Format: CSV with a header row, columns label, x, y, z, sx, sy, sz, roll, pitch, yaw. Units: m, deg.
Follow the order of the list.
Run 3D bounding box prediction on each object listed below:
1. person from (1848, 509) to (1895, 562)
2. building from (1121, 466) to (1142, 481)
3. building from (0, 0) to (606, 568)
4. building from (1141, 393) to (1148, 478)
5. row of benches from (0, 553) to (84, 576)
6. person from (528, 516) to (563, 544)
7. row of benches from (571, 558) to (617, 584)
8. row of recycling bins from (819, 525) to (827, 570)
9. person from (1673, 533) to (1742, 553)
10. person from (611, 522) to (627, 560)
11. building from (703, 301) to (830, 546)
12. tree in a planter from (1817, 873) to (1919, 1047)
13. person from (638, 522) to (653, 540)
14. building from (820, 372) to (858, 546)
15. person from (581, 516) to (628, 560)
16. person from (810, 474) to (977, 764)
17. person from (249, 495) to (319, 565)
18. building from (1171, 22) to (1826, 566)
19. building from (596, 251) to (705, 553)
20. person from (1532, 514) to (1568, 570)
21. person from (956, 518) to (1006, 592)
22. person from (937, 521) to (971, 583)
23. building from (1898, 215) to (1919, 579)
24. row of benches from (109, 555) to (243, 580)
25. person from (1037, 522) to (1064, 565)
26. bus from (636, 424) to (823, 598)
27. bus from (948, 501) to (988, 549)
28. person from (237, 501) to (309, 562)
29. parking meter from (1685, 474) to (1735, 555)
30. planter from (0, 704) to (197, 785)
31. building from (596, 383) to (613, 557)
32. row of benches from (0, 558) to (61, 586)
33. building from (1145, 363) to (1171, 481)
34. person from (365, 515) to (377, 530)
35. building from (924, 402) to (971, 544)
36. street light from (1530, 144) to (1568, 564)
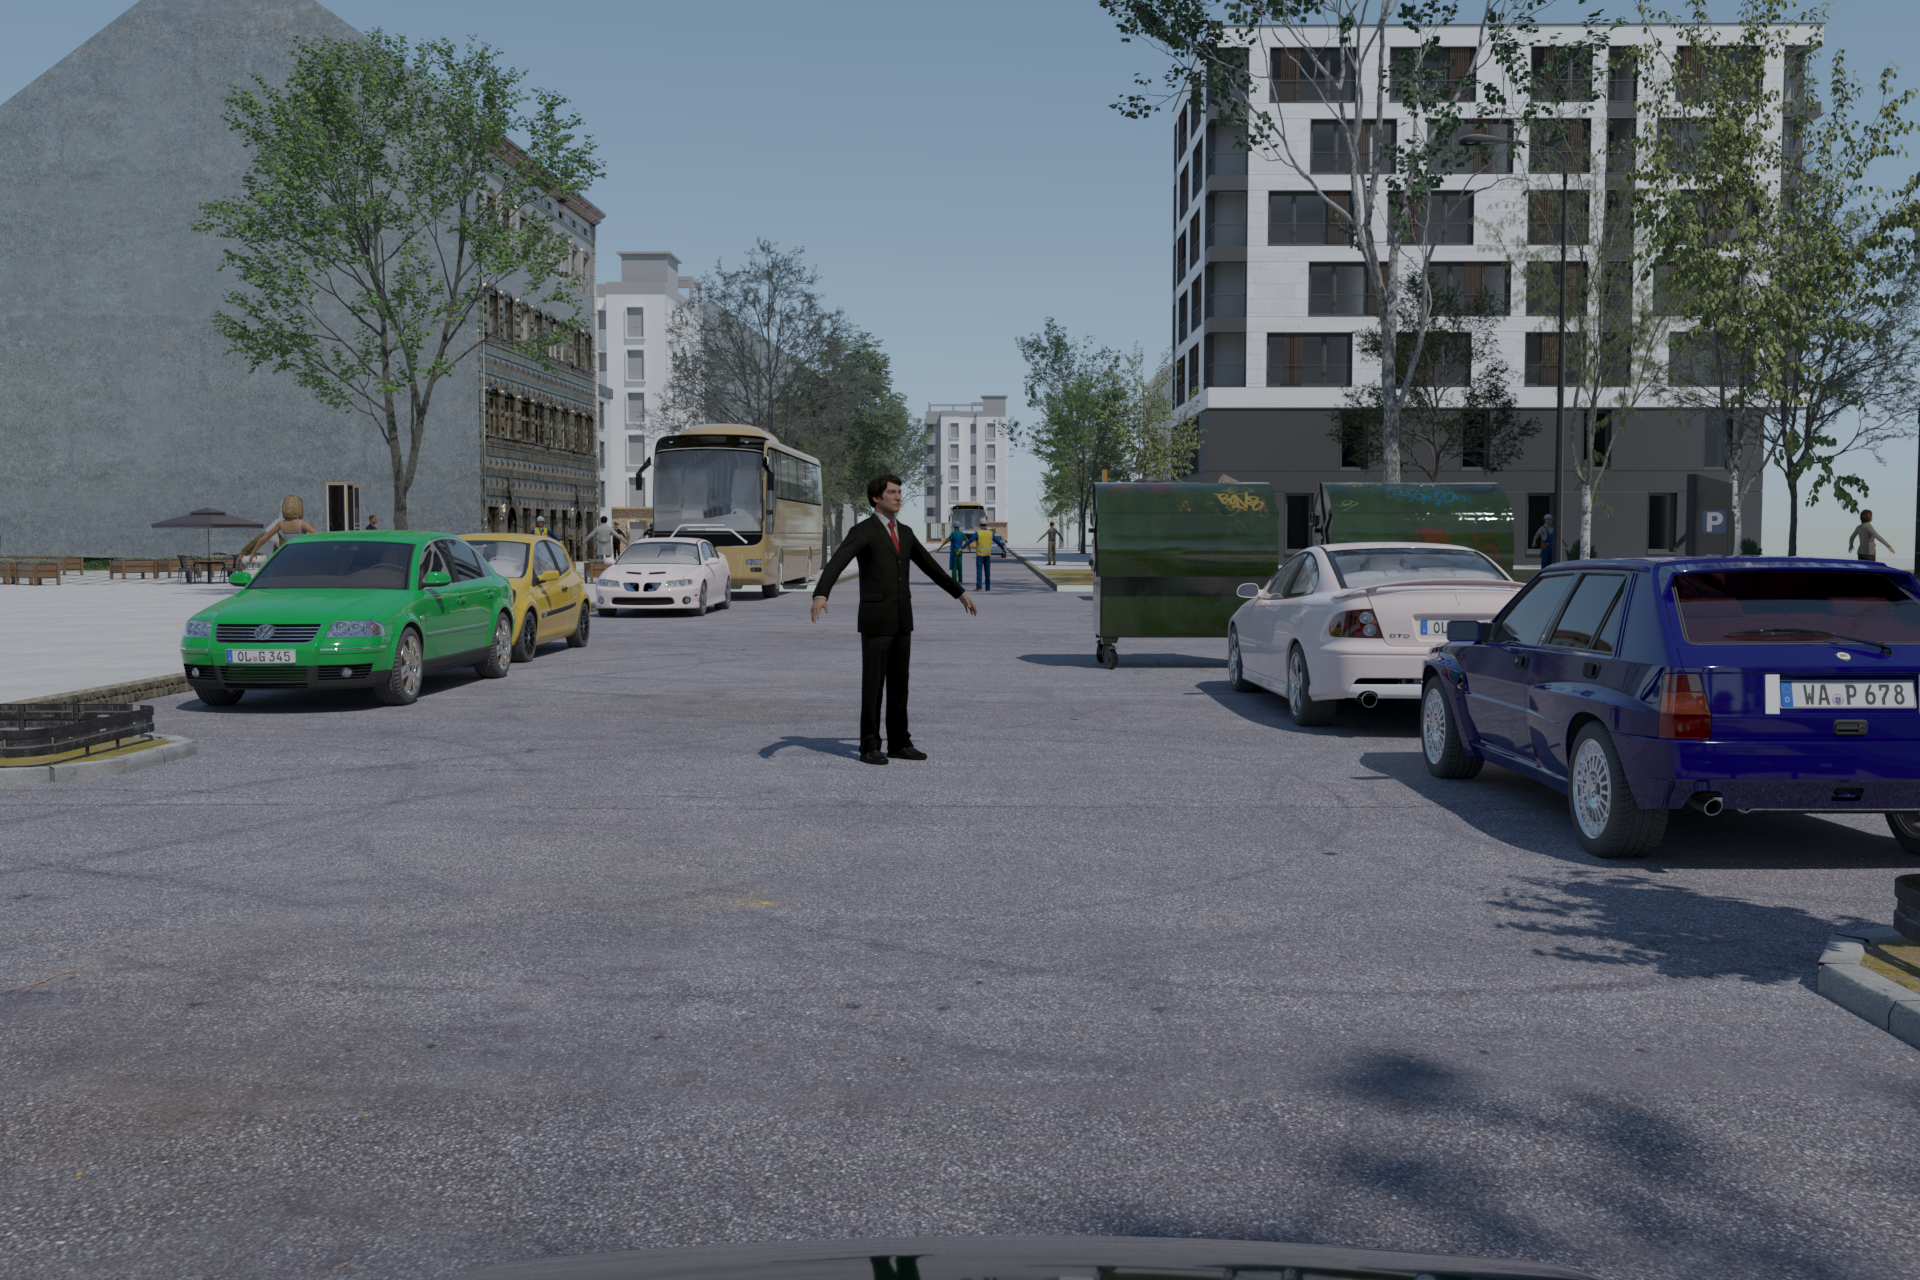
label,x,y,z,sx,sy,sz,roll,pitch,yaw
person,16.918,-1.556,32.203,0.721,1.744,1.215,-1,4,-9
building,25.548,-16.693,215.081,9.099,9.664,28.070,0,4,1
building,-26.759,-14.831,73.415,19.493,23.208,18.063,0,4,2
building,29.843,-21.831,187.862,19.493,23.208,18.063,0,4,1
row of benches,-29.072,-2.403,54.748,4.104,0.672,1.422,2,4,33
person,-11.419,-2.494,47.244,1.216,1.772,0.721,-1,4,-19
row of benches,-9.241,-1.804,44.959,4.104,0.672,1.422,-2,4,-28
row of recycling bins,-5.328,-3.391,62.559,1.069,1.692,3.534,0,4,2
person,15.116,-1.776,35.098,1.348,1.821,0.705,3,5,41
person,-15.874,-4.526,79.936,1.347,1.837,0.705,2,4,26
building,-23.137,-20.833,171.553,19.493,23.208,18.063,0,4,1
tree in a planter,3.673,-0.471,4.928,1.991,3.239,1.994,0,4,1
person,-14.138,-4.513,79.569,1.354,1.856,0.705,-1,4,-12
building,-21.703,-20.726,205.327,16.747,18.905,31.486,0,4,1
person,-10.242,-2.674,49.911,1.347,1.806,0.705,0,4,-5
person,-0.447,-0.139,10.914,1.347,1.806,0.705,-3,5,-43
person,-8.013,-0.877,20.956,1.214,1.753,0.721,0,4,1
building,24.204,-14.804,86.023,27.936,21.610,32.646,0,4,1
building,-24.350,-15.954,117.262,16.016,20.090,11.380,0,4,1
person,16.759,-2.660,49.349,1.347,1.847,0.705,-2,4,-28
person,0.567,-2.124,43.160,1.349,1.833,0.705,-1,4,-22
person,-0.122,-2.561,50.451,1.347,1.817,0.704,-3,5,-44
building,30.292,-15.422,31.742,16.754,29.471,25.880,0,4,1
row of benches,-22.773,-2.150,50.608,1.422,0.672,4.104,2,4,30
person,3.757,-3.968,71.149,1.348,1.796,0.705,-2,4,-33
bus,-5.214,-3.101,42.254,2.896,3.916,12.252,0,4,1
bus,0.693,-8.713,133.998,2.896,3.916,12.252,0,4,1
person,-8.874,-0.982,22.827,1.217,1.736,0.721,-2,4,-33
parking meter,7.307,-0.684,16.900,0.399,1.863,0.255,0,4,1
planter,-5.960,0.633,10.787,1.991,0.319,1.994,0,4,1
building,-24.614,-9.679,100.397,9.099,9.664,28.070,0,4,1
row of benches,-24.223,-1.761,44.256,4.104,0.672,1.422,3,4,37
building,28.429,-20.697,169.325,19.493,23.208,18.063,0,4,1
person,-16.222,-2.552,47.948,0.704,1.802,1.346,0,4,4
building,-4.573,-23.305,239.916,11.380,20.090,16.016,0,4,1
street light,7.575,-2.919,20.264,1.470,5.913,1.316,0,4,1
